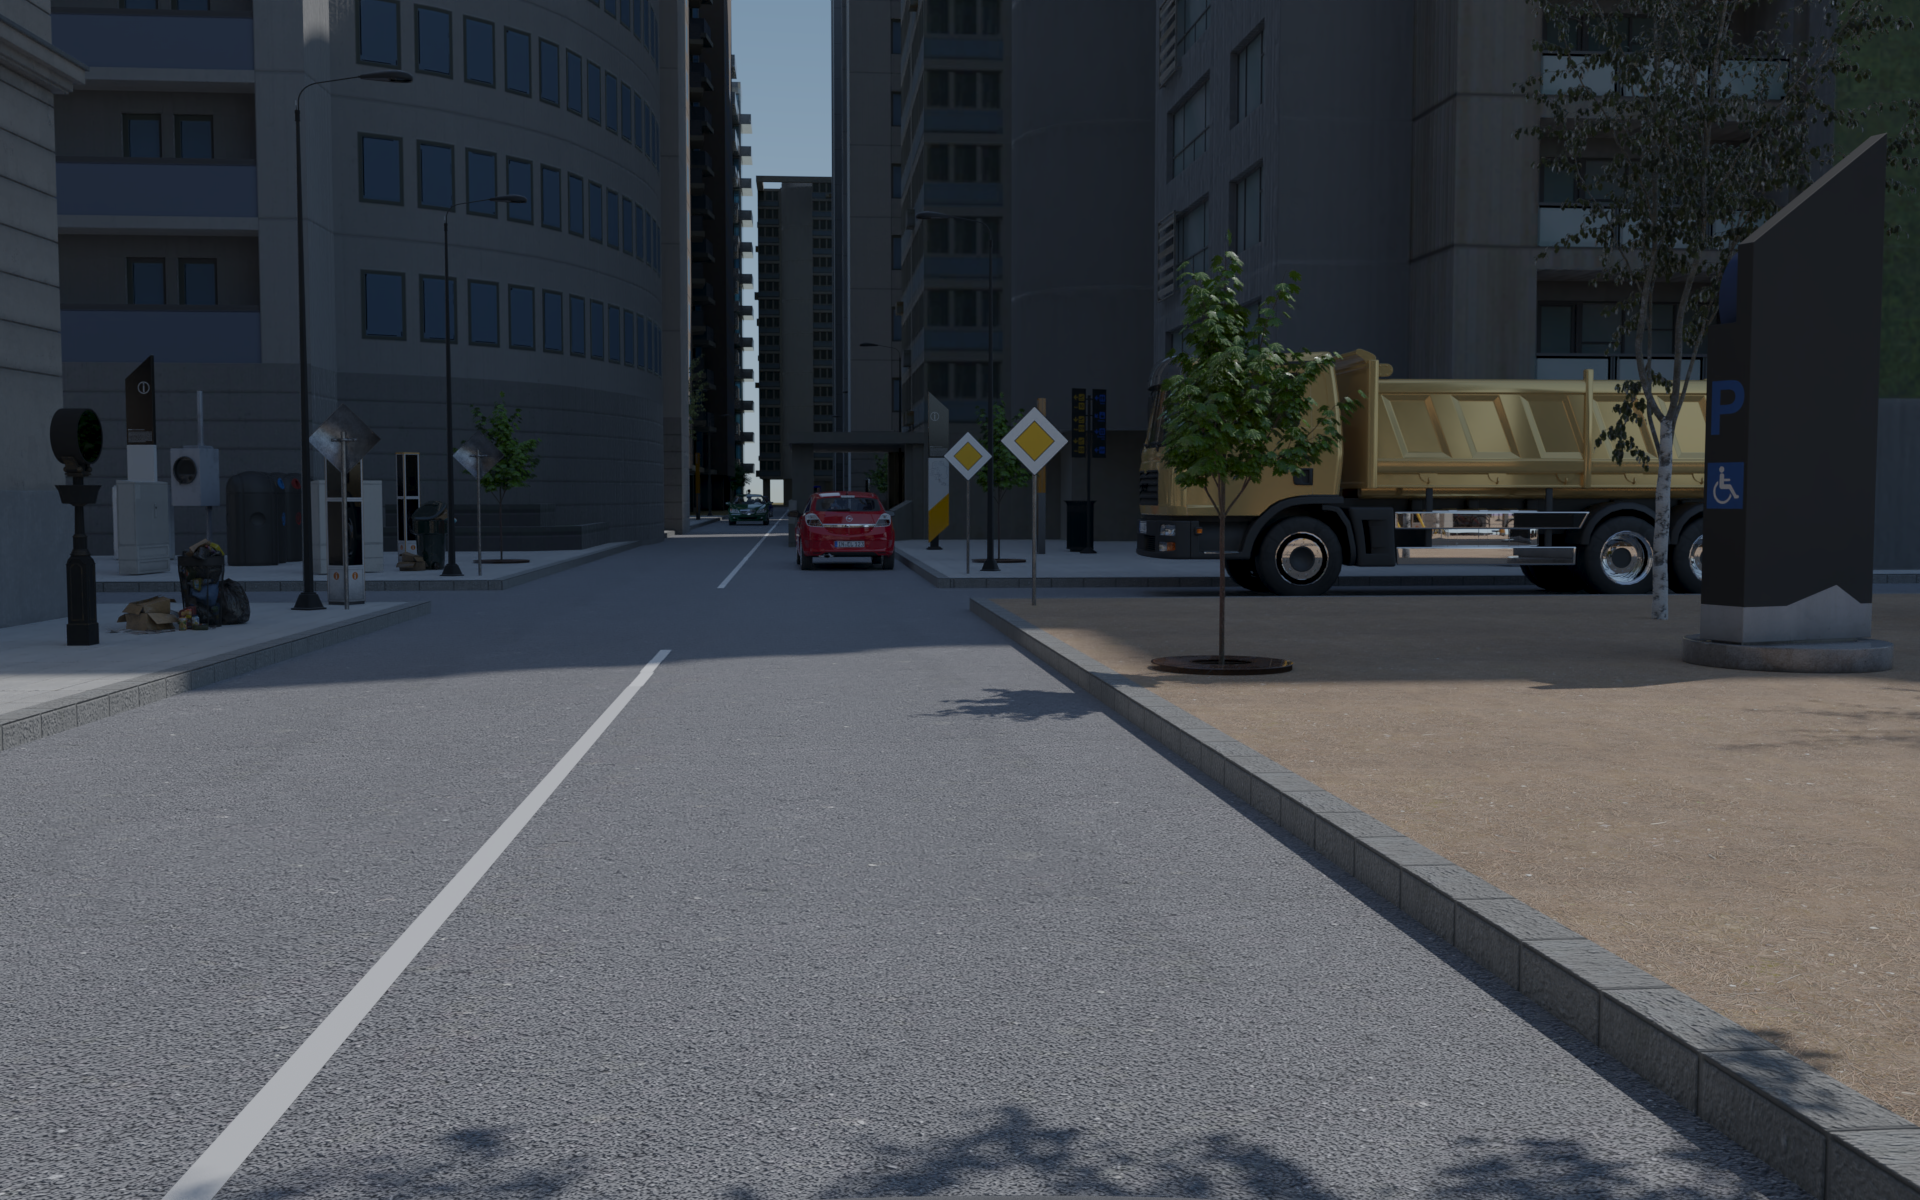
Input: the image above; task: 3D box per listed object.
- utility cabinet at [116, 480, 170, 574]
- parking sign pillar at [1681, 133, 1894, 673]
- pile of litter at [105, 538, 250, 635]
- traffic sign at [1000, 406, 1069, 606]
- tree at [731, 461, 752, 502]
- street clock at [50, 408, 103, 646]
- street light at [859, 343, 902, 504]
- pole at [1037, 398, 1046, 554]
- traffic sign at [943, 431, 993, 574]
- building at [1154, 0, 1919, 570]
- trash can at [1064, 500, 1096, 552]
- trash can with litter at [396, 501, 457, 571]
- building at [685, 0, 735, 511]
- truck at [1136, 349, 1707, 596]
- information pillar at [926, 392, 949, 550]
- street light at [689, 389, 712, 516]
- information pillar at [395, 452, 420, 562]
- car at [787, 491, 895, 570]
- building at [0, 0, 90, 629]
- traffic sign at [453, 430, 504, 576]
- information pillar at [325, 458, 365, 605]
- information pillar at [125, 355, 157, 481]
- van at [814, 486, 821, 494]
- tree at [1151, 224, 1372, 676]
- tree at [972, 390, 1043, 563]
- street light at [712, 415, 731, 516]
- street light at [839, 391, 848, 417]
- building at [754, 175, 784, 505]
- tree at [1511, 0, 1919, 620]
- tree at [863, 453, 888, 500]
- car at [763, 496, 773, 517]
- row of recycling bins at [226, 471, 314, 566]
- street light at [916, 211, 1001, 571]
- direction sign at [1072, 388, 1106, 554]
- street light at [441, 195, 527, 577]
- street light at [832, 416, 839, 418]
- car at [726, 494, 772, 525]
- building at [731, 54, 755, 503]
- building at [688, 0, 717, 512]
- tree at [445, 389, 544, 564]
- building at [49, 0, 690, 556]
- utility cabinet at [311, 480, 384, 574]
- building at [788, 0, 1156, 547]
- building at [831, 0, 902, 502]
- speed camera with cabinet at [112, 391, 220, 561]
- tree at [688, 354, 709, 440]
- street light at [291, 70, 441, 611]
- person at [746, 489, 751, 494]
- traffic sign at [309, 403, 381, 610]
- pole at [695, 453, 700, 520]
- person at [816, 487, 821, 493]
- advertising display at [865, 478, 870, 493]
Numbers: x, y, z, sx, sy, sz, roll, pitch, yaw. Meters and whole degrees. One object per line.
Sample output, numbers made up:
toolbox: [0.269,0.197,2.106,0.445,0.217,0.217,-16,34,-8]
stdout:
utility cabinet: [-13.067,-1.167,27.752,0.318,1.500,1.173,0,4,-1]
parking sign pillar: [6.236,-1.499,12.974,1.447,3.967,1.447,-1,4,-22]
pile of litter: [-7.554,-0.166,16.673,1.176,0.858,1.719,1,4,20]
traffic sign: [0.849,-0.993,19.871,0.795,2.450,0.064,0,4,-5]
tree: [-19.972,-10.263,151.507,4.285,4.588,4.351,0,3,0]
street clock: [-7.456,-0.618,14.668,0.358,2.002,0.471,0,4,-1]
street light: [-2.384,-4.940,53.317,1.470,5.913,1.316,0,4,-5]
pole: [1.730,-2.633,36.886,0.158,3.312,0.155,0,3,0]
traffic sign: [0.126,-1.479,27.824,0.795,2.450,0.064,0,4,-5]
building: [12.145,-21.473,34.686,14.086,41.232,14.154,0,4,-5]
trash can: [2.670,-1.641,38.476,0.748,1.137,0.748,0,3,0]
trash can with litter: [-8.997,-1.086,29.148,0.624,1.170,1.055,1,4,15]
building: [-25.110,-29.745,136.448,14.600,45.320,14.200,0,4,-5]
truck: [6.631,-1.752,24.565,9.791,3.379,3.469,0,4,-4]
information pillar: [-0.507,-2.961,39.770,0.504,3.616,0.183,-1,4,-14]
street light: [-11.875,-6.362,76.559,1.470,5.913,1.316,0,4,-5]
information pillar: [-9.781,-1.604,30.721,0.304,2.012,0.304,-3,5,-44]
car: [-2.311,-1.537,34.168,2.155,1.783,4.494,0,4,-7]
building: [-19.840,-13.639,10.383,23.554,28.519,14.401,0,4,-5]
traffic sign: [-7.539,-1.438,27.150,0.795,2.450,0.064,0,4,-5]
information pillar: [-7.131,-0.953,20.074,0.304,2.012,0.304,2,4,27]
information pillar: [-13.776,-2.315,29.202,0.504,3.616,0.183,0,4,4]
van: [-11.510,-7.799,131.892,2.240,2.365,5.245,0,4,-7]
tree: [1.864,-1.096,12.526,1.663,3.219,1.824,0,3,0]
tree: [0.751,-2.309,32.360,1.663,3.219,1.824,0,3,0]
street light: [-14.087,-7.870,101.208,1.470,5.913,1.316,0,4,-5]
street light: [-4.578,-6.448,77.967,1.470,5.913,1.316,0,4,-5]
building: [-11.650,-31.151,201.196,23.993,40.220,32.217,0,4,-5]
tree: [7.400,-4.111,17.584,4.360,8.622,3.978,0,3,0]
tree: [-2.933,-4.660,70.795,1.663,3.219,1.824,0,3,0]
car: [-12.574,-5.831,107.919,1.945,1.354,3.894,0,4,-3]
row of recycling bins: [-12.884,-1.547,32.412,1.069,1.692,3.534,0,4,-6]
street light: [-0.032,-3.434,28.681,1.470,5.913,1.316,0,4,-5]
direction sign: [2.775,-2.771,37.305,0.876,3.537,0.379,-2,4,-30]
street light: [-7.414,-3.330,26.979,1.470,5.913,1.316,0,4,-5]
street light: [-6.874,-7.955,102.609,1.470,5.913,1.316,0,4,-5]
car: [-9.832,-4.222,80.820,2.131,1.459,4.920,0,4,-5]
building: [-38.538,-35.171,194.650,30.456,49.044,23.786,0,4,-5]
building: [-27.796,-28.135,114.640,22.147,44.769,28.867,0,4,-5]
tree: [-8.473,-2.296,32.138,1.663,3.219,1.824,0,3,0]
building: [-19.285,-30.956,48.123,21.231,58.520,28.212,0,4,-5]
utility cabinet: [-9.900,-1.176,27.914,0.318,1.500,1.173,2,4,35]
building: [10.782,-22.142,53.911,32.217,40.220,23.993,0,4,-5]
building: [-1.661,-38.071,164.455,21.231,58.520,28.212,0,4,-5]
speed camera with cabinet: [-15.284,-2.383,33.296,2.038,3.252,0.660,1,4,16]
tree: [-12.737,-7.474,72.555,4.737,8.622,4.395,0,3,0]
street light: [-6.691,-2.847,19.093,1.470,5.913,1.316,0,4,-5]
person: [-12.535,-5.774,103.693,0.721,1.735,1.217,-1,4,-14]
traffic sign: [-6.816,-0.951,19.197,0.795,2.450,0.064,0,4,-5]
pole: [-13.005,-5.631,85.913,0.158,3.312,0.155,0,3,0]
person: [-7.863,-5.340,95.912,0.694,1.812,0.767,1,4,12]
advertising display: [-3.635,-3.855,68.251,0.123,1.923,0.974,0,4,1]
